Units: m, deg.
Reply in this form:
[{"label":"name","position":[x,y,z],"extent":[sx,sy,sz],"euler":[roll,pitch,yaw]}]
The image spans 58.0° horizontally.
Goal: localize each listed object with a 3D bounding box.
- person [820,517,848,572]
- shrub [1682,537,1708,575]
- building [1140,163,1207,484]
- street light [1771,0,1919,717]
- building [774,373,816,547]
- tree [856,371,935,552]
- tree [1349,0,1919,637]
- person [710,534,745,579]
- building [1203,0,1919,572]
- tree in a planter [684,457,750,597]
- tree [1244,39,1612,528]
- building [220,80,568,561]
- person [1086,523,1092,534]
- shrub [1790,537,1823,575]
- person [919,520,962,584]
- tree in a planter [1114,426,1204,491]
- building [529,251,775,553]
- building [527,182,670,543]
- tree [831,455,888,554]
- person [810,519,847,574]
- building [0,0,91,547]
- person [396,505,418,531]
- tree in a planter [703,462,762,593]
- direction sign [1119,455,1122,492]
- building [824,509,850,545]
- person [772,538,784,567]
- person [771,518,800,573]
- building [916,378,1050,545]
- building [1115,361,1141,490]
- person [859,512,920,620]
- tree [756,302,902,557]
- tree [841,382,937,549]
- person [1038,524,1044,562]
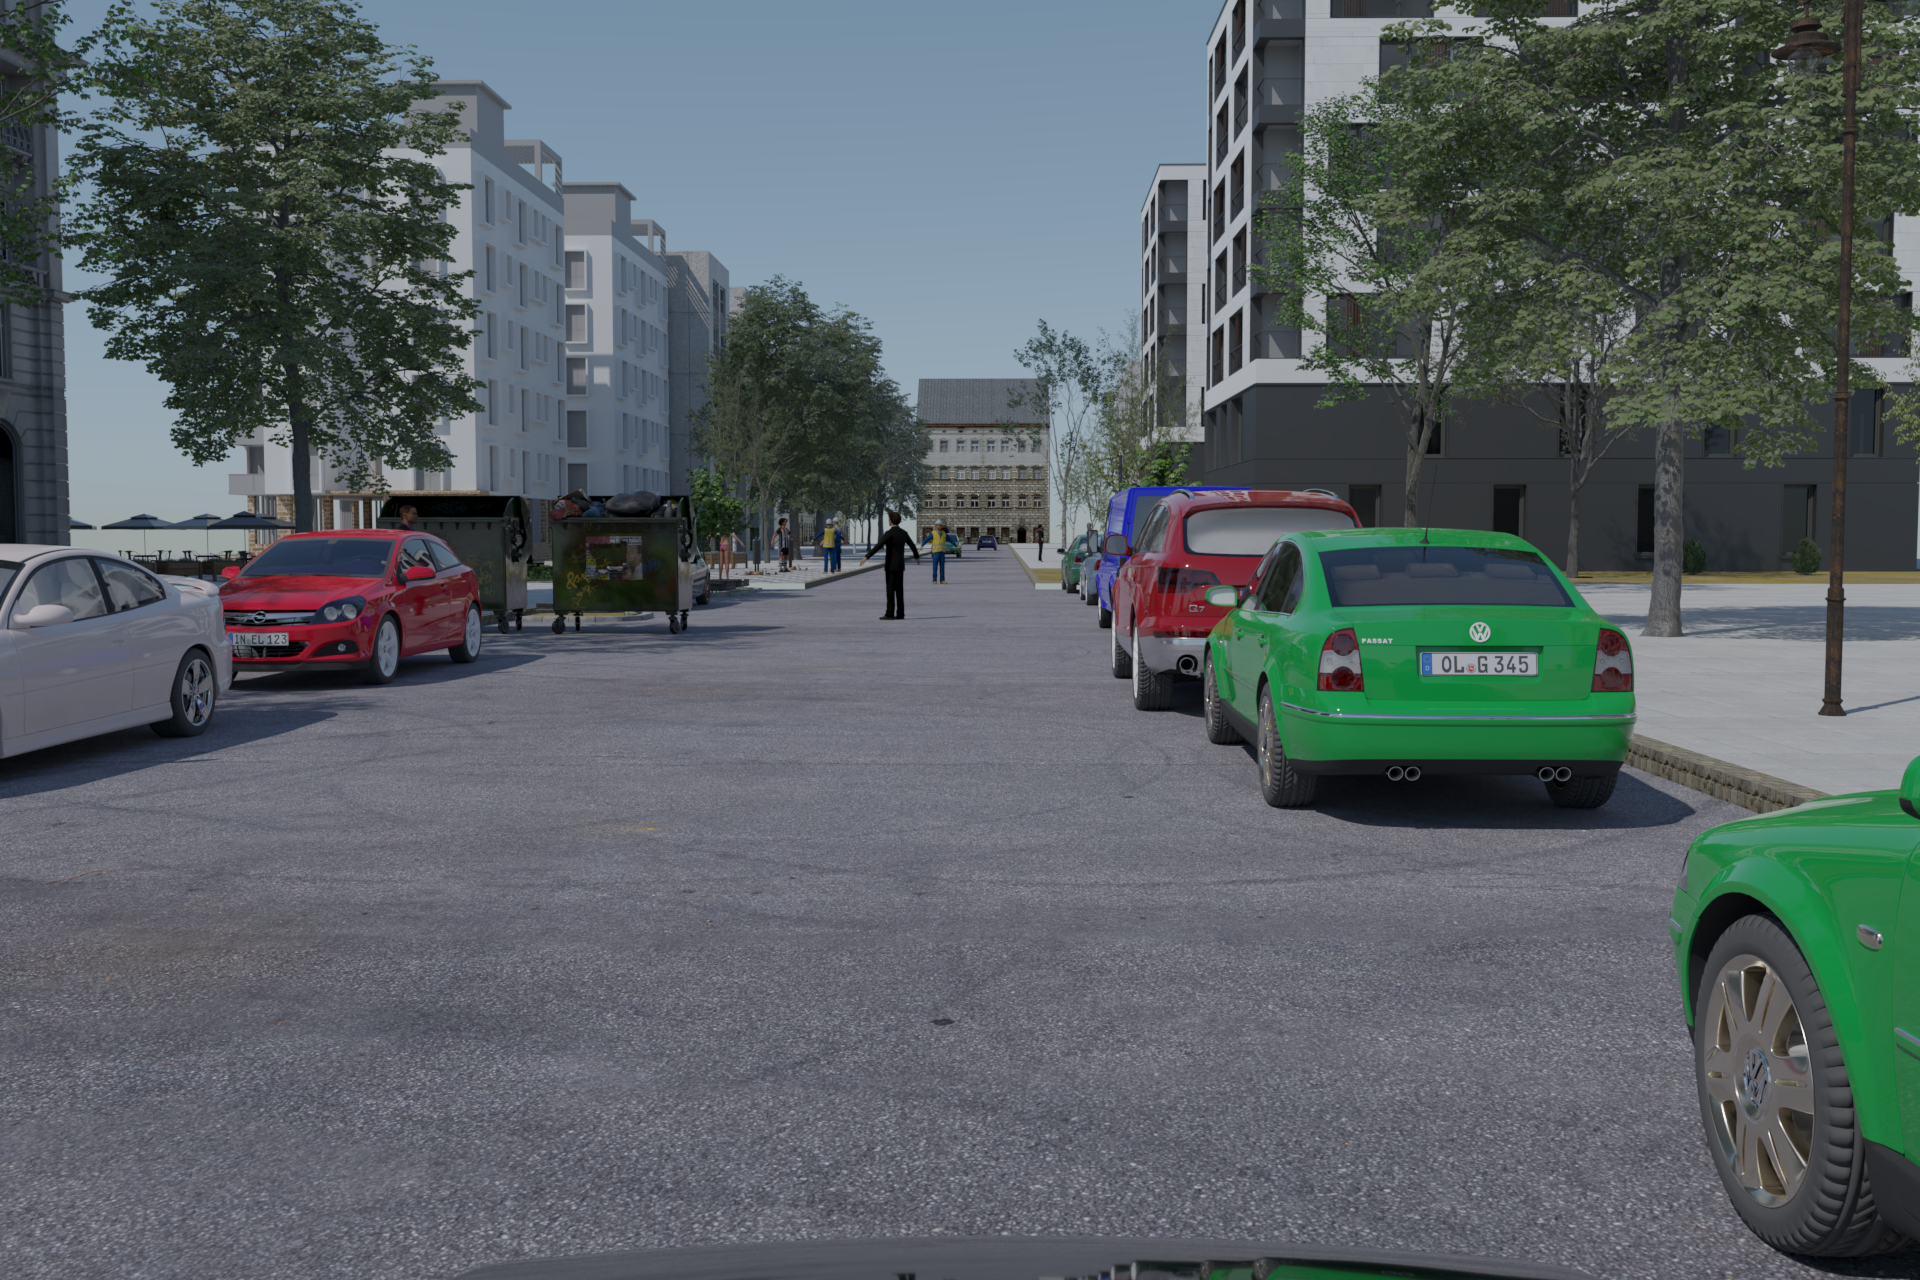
[{"label":"person","position":[-4.215,-3.232,58.704],"extent":[0.705,1.847,1.347],"euler":[3,4,37]},{"label":"shrub","position":[22.837,-2.626,54.046],"extent":[1.383,1.207,1.383],"euler":[0,3,0]},{"label":"building","position":[25.444,-16.376,111.725],"extent":[27.936,21.610,32.646],"euler":[0,4,2]},{"label":"street light","position":[6.175,-2.403,12.083],"extent":[0.468,5.910,1.993],"euler":[0,4,1]},{"label":"building","position":[-25.193,-21.507,182.569],"extent":[19.493,23.208,18.063],"euler":[0,4,2]},{"label":"tree","position":[-6.540,-13.231,126.691],"extent":[12.009,13.543,11.850],"euler":[0,3,0]},{"label":"tree","position":[8.864,-6.339,21.771],"extent":[7.486,12.596,7.792],"euler":[0,3,0]},{"label":"person","position":[-6.276,-2.432,46.564],"extent":[1.217,1.733,0.721],"euler":[2,4,33]},{"label":"building","position":[24.228,-14.103,74.554],"extent":[27.936,21.610,32.646],"euler":[0,4,1]},{"label":"tree in a planter","position":[-5.965,-2.631,40.246],"extent":[1.991,3.239,1.994],"euler":[0,4,2]},{"label":"tree","position":[9.858,-6.803,36.990],"extent":[9.928,11.665,9.643],"euler":[0,3,0]},{"label":"building","position":[-24.862,-13.292,73.738],"extent":[16.016,20.090,11.380],"euler":[0,4,1]},{"label":"person","position":[5.961,-4.539,80.334],"extent":[0.705,1.813,1.348],"euler":[2,4,23]},{"label":"shrub","position":[26.529,-2.642,54.306],"extent":[1.383,1.207,1.383],"euler":[0,3,0]},{"label":"person","position":[-0.595,-2.515,49.546],"extent":[1.349,1.833,0.705],"euler":[-2,4,-25]},{"label":"tree in a planter","position":[3.383,-1.931,28.802],"extent":[1.991,3.239,1.994],"euler":[0,4,2]},{"label":"building","position":[-23.720,-15.771,124.307],"extent":[16.747,18.905,31.486],"euler":[0,4,1]},{"label":"building","position":[-23.280,-14.566,94.566],"extent":[16.016,20.090,11.380],"euler":[0,4,1]},{"label":"tree","position":[-6.755,-9.853,111.461],"extent":[4.737,8.622,4.395],"euler":[0,3,0]},{"label":"person","position":[-4.275,-3.050,56.335],"extent":[1.216,1.772,0.721],"euler":[-1,4,-16]},{"label":"building","position":[-31.122,-11.981,36.546],"extent":[13.314,22.015,24.055],"euler":[0,4,2]},{"label":"person","position":[-7.009,-0.821,22.106],"extent":[0.704,1.802,1.346],"euler":[0,4,-3]},{"label":"tree in a planter","position":[-5.958,-2.789,42.829],"extent":[1.991,3.239,1.994],"euler":[0,4,2]},{"label":"direction sign","position":[4.612,-3.538,49.842],"extent":[0.379,3.537,0.876],"euler":[0,4,1]},{"label":"building","position":[-23.462,-23.130,209.107],"extent":[19.493,23.208,18.063],"euler":[0,4,2]},{"label":"person","position":[-7.103,-3.614,68.350],"extent":[0.599,1.433,0.991],"euler":[2,4,30]},{"label":"person","position":[-5.875,-3.166,57.906],"extent":[0.704,1.843,1.345],"euler":[3,4,38]},{"label":"building","position":[3.293,-25.045,242.871],"extent":[18.063,23.208,19.493],"euler":[0,4,1]},{"label":"building","position":[25.961,-19.529,185.754],"extent":[16.747,18.905,31.486],"euler":[0,4,2]},{"label":"person","position":[-1.115,-1.242,28.950],"extent":[0.705,1.806,1.347],"euler":[3,5,44]},{"label":"tree","position":[-7.915,-11.613,96.533],"extent":[9.857,13.997,8.962],"euler":[0,3,0]},{"label":"tree","position":[-6.739,-14.534,144.284],"extent":[9.857,13.997,8.962],"euler":[0,3,0]},{"label":"person","position":[3.809,-4.489,80.115],"extent":[0.721,1.740,1.216],"euler":[0,4,1]}]
